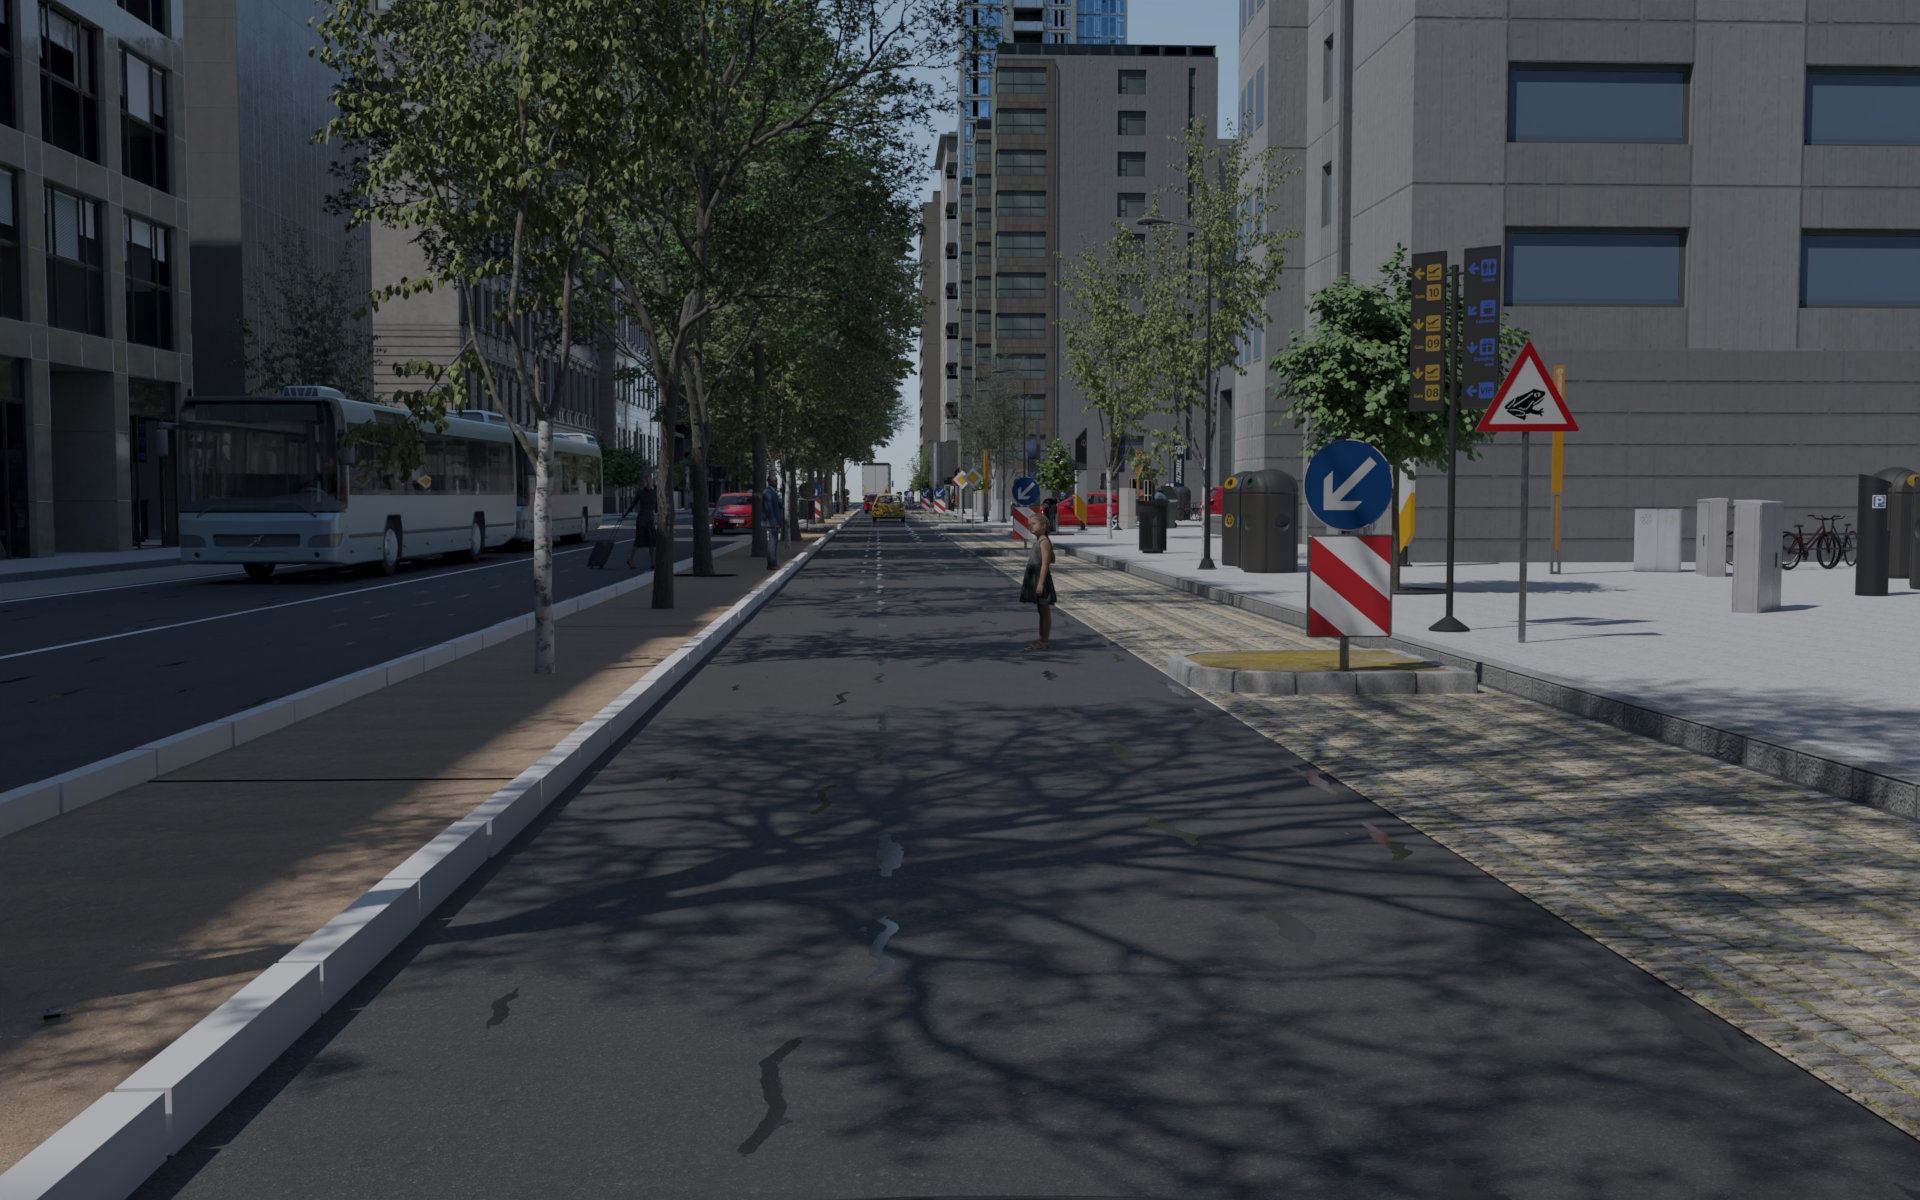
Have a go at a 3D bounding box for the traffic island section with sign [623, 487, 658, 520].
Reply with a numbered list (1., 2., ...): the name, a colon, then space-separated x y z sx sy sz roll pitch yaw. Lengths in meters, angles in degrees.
1. traffic island section with sign: -17.490 -5.270 94.799 1.989 1.847 2.006 0 4 -3

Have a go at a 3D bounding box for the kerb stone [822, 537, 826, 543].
1. kerb stone: -3.890 -1.590 48.289 0.120 0.150 1.000 0 4 -3

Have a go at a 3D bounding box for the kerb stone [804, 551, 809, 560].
1. kerb stone: -3.360 -0.907 37.020 0.120 0.150 1.000 0 4 -3

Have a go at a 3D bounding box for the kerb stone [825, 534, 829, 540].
1. kerb stone: -4.040 -1.784 51.360 0.120 0.150 1.000 0 4 -3

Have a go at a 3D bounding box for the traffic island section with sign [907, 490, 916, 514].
1. traffic island section with sign: -2.551 -6.930 121.930 1.989 1.847 2.006 0 4 -3

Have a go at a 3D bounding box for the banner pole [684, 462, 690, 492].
1. banner pole: -21.551 -8.956 136.455 0.401 3.779 0.863 2 4 33

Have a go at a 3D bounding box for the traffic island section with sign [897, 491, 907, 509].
1. traffic island section with sign: -4.953 -9.990 171.970 1.989 1.847 2.006 0 4 -3

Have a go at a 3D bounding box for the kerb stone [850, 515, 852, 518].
1. kerb stone: -6.132 -4.443 94.872 0.120 0.150 1.000 0 4 -3

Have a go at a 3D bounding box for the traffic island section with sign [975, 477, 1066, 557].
1. traffic island section with sign: 1.363 -1.933 40.236 1.989 1.847 2.006 0 4 -3

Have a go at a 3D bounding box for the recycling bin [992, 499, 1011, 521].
1. recycling bin: 1.954 -4.255 82.118 0.722 1.027 0.722 -1 4 -21

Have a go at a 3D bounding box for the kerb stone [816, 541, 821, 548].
1. kerb stone: -3.698 -1.344 44.197 0.120 0.150 1.000 0 4 -3

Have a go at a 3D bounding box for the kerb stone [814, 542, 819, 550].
1. kerb stone: -3.650 -1.283 43.167 0.120 0.150 1.000 0 4 -3

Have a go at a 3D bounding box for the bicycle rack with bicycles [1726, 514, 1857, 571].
1. bicycle rack with bicycles: 14.627 -1.041 30.398 2.925 0.926 2.852 -1 4 -19

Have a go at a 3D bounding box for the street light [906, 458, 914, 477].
1. street light: -6.250 -16.060 235.123 1.470 5.913 1.316 0 4 -3

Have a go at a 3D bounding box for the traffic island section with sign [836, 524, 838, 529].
1. traffic island section with sign: -6.104 -3.922 72.268 2.006 1.907 1.989 0 4 -3

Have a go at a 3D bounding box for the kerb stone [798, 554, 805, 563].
1. kerb stone: -3.256 -0.779 34.966 0.120 0.150 1.000 0 4 -3

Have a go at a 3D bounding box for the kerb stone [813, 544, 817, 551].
1. kerb stone: -3.608 -1.217 42.138 0.120 0.150 1.000 0 4 -3

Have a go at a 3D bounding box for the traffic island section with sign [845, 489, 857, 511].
1. traffic island section with sign: -9.709 -8.513 147.320 2.006 1.907 1.989 0 4 -3

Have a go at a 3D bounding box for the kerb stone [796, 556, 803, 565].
1. kerb stone: -3.206 -0.718 33.940 0.120 0.150 1.000 0 4 -3

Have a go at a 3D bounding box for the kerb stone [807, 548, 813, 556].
1. kerb stone: -3.452 -1.028 39.063 0.120 0.150 1.000 0 4 -3

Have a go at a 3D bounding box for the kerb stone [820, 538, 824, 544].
1. kerb stone: -3.855 -1.531 47.267 0.120 0.150 1.000 0 4 -3

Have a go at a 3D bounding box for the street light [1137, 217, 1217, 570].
1. street light: 3.664 -3.471 29.284 1.470 5.913 1.316 0 4 -3

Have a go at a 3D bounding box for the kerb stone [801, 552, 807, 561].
1. kerb stone: -3.307 -0.844 35.991 0.120 0.150 1.000 0 4 -3

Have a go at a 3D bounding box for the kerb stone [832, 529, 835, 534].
1. kerb stone: -4.382 -2.222 58.529 0.120 0.150 1.000 0 4 -3

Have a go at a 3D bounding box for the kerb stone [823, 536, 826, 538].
1. kerb stone: -3.950 -1.655 49.309 0.120 0.150 1.000 0 4 -3

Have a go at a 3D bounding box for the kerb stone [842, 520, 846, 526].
1. kerb stone: -5.299 -3.372 77.472 0.120 0.150 1.000 0 4 -3

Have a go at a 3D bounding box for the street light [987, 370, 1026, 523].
1. street light: 1.873 -5.647 64.867 1.470 5.913 1.316 0 4 -3

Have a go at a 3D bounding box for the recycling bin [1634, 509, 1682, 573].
1. recycling bin: 11.556 -0.986 28.683 0.722 1.027 0.722 1 4 22

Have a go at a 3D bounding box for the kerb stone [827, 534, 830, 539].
1. kerb stone: -4.093 -1.844 52.381 0.120 0.150 1.000 0 4 -3

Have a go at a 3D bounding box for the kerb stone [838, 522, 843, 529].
1. kerb stone: -5.045 -3.067 72.354 0.120 0.150 1.000 0 4 -3

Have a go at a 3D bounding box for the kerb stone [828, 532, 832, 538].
1. kerb stone: -4.190 -1.972 54.438 0.120 0.150 1.000 0 4 -3

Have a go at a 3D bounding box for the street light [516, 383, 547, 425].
1. street light: -17.897 -6.096 72.214 1.470 5.913 1.316 0 4 -3

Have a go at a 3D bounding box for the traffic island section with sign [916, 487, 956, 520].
1. traffic island section with sign: -1.253 -5.283 95.006 1.989 1.847 2.006 0 4 -3

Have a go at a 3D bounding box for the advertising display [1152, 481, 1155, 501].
1. advertising display: 9.911 -5.110 88.755 0.123 1.923 0.974 0 4 8

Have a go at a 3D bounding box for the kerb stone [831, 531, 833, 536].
1. kerb stone: -4.292 -2.097 56.487 0.120 0.150 1.000 0 4 -3

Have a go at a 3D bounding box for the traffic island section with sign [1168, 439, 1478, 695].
1. traffic island section with sign: 2.653 -0.282 13.234 1.989 1.847 2.006 0 4 -3

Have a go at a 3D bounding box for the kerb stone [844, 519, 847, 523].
1. kerb stone: -5.393 -3.506 79.513 0.120 0.150 1.000 0 4 -3

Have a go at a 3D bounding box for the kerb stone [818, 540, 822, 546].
1. kerb stone: -3.744 -1.408 45.221 0.120 0.150 1.000 0 4 -3

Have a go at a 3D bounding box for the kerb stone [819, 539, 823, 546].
1. kerb stone: -3.800 -1.471 46.246 0.120 0.150 1.000 0 4 -3

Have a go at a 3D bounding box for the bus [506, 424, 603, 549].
1. bus: -12.051 -3.211 47.354 2.948 3.499 13.247 0 4 -3

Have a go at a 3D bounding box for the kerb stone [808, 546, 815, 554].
1. kerb stone: -3.500 -1.094 40.090 0.120 0.150 1.000 0 4 -3

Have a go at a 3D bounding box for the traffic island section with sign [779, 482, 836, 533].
1. traffic island section with sign: -5.760 -3.470 64.869 2.006 1.907 1.989 0 4 -3

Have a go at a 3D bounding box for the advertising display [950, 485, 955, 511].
1. advertising display: -0.540 -7.516 128.093 0.123 1.923 0.974 -1 4 -15

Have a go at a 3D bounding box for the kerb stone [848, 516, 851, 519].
1. kerb stone: -5.940 -4.195 90.783 0.120 0.150 1.000 0 4 -3

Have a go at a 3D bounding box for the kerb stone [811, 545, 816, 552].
1. kerb stone: -3.550 -1.157 41.117 0.120 0.150 1.000 0 4 -3

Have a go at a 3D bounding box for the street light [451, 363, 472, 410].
1. street light: -17.245 -5.397 60.778 1.470 5.913 1.316 0 4 -3

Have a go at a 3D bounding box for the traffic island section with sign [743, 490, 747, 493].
1. traffic island section with sign: -21.152 -9.954 171.380 1.989 1.847 2.006 0 4 -3

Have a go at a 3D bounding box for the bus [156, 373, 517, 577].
1. bus: -11.198 -2.322 32.832 2.948 3.499 13.247 0 4 -2

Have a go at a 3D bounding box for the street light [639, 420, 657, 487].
1. street light: -19.606 -8.347 109.014 1.470 5.913 1.316 0 4 -3

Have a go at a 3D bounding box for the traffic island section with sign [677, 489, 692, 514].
1. traffic island section with sign: -18.785 -6.917 121.723 1.989 1.847 2.006 0 4 -3

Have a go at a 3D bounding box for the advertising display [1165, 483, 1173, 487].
1. advertising display: 12.003 -5.637 97.385 0.974 1.923 0.123 1 4 18

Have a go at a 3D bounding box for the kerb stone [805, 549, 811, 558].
1. kerb stone: -3.401 -0.965 38.042 0.120 0.150 1.000 0 4 -3

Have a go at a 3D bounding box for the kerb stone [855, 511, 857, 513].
1. kerb stone: -7.159 -5.760 116.378 0.120 0.150 1.000 0 4 -3

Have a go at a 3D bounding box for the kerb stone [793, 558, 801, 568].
1. kerb stone: -3.162 -0.651 32.917 0.120 0.150 1.000 0 4 -3

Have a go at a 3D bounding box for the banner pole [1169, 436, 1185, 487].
1. banner pole: 9.215 -5.149 74.206 0.863 3.779 0.401 1 4 16

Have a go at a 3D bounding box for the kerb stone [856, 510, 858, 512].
1. kerb stone: -7.352 -6.011 120.482 0.120 0.150 1.000 0 4 -3

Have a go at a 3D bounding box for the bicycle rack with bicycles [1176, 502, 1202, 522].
1. bicycle rack with bicycles: 11.530 -4.167 81.518 2.925 0.926 2.852 -1 4 -14

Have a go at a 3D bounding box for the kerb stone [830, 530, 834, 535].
1. kerb stone: -4.339 -2.159 57.508 0.120 0.150 1.000 0 4 -3

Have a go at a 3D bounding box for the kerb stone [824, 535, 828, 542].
1. kerb stone: -3.998 -1.721 50.330 0.120 0.150 1.000 0 4 -3

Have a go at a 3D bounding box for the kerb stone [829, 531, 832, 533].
1. kerb stone: -4.240 -2.034 55.459 0.120 0.150 1.000 0 4 -3
